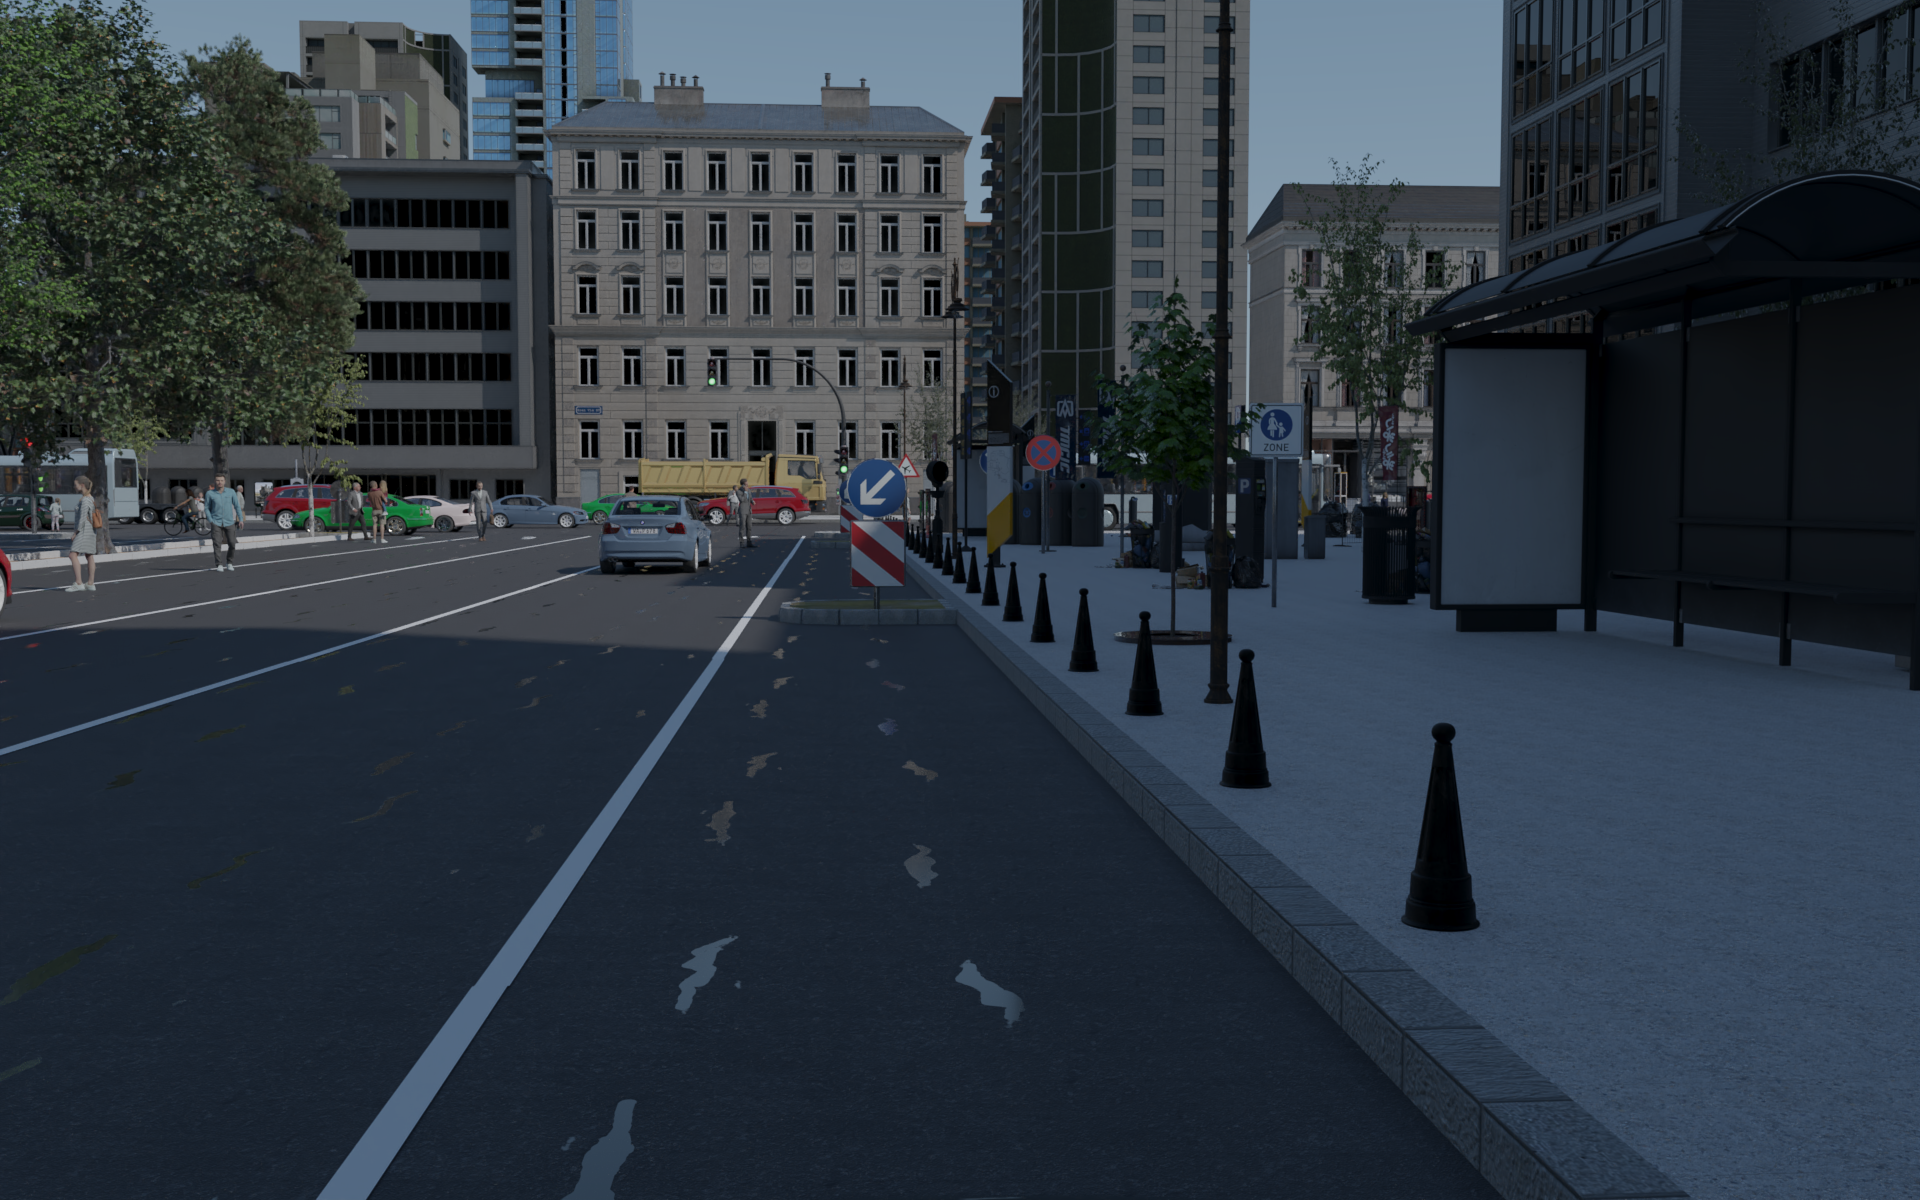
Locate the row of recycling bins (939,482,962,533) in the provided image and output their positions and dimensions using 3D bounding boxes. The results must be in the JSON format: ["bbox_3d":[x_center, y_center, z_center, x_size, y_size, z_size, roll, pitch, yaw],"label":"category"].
[{"bbox_3d":[1.030,-3.090,57.638,3.534,1.692,1.069,-1,4,-11],"label":"row of recycling bins"}]

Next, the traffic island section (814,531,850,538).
[{"bbox_3d":[-3.882,-2.198,58.211,2.009,0.180,2.903,0,4,-4],"label":"traffic island section"}]

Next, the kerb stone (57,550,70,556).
[{"bbox_3d":[-20.397,-1.047,39.306,0.120,0.150,1.000,0,4,-4],"label":"kerb stone"}]

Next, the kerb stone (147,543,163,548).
[{"bbox_3d":[-20.771,-1.355,44.433,0.120,0.150,1.000,0,4,-4],"label":"kerb stone"}]

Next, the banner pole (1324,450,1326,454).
[{"bbox_3d":[20.415,-6.596,97.861,0.863,3.779,0.401,-2,4,-31],"label":"banner pole"}]

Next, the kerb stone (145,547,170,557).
[{"bbox_3d":[-18.305,-1.055,39.450,0.120,0.150,1.000,0,4,-4],"label":"kerb stone"}]

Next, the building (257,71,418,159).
[{"bbox_3d":[-61.784,-29.771,170.346,14.154,41.232,14.086,0,4,-4],"label":"building"}]

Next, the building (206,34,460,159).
[{"bbox_3d":[-66.894,-34.497,187.727,21.600,48.544,21.300,0,4,-4],"label":"building"}]

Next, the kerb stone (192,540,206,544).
[{"bbox_3d":[-20.989,-1.548,47.508,0.120,0.150,1.000,0,4,-4],"label":"kerb stone"}]

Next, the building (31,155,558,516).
[{"bbox_3d":[-39.781,-17.632,107.357,30.058,24.678,14.314,0,4,-4],"label":"building"}]

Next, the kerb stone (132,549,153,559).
[{"bbox_3d":[-18.217,-0.992,38.427,0.120,0.150,1.000,0,4,-4],"label":"kerb stone"}]

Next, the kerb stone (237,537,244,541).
[{"bbox_3d":[-21.219,-1.735,50.578,0.120,0.150,1.000,0,4,-4],"label":"kerb stone"}]

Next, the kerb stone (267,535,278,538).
[{"bbox_3d":[-21.442,-1.921,53.660,0.120,0.150,1.000,0,4,-4],"label":"kerb stone"}]

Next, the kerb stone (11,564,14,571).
[{"bbox_3d":[-17.771,-0.616,32.267,0.120,0.150,1.000,0,4,-4],"label":"kerb stone"}]

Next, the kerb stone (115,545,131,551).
[{"bbox_3d":[-20.616,-1.235,42.384,0.120,0.150,1.000,0,4,-4],"label":"kerb stone"}]

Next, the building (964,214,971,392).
[{"bbox_3d":[-3.174,-37.820,272.982,28.867,44.769,22.147,0,4,-4],"label":"building"}]

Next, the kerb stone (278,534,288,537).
[{"bbox_3d":[-21.521,-1.987,54.689,0.120,0.150,1.000,0,4,-4],"label":"kerb stone"}]

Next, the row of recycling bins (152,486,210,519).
[{"bbox_3d":[-40.255,-5.081,90.184,1.069,1.692,3.534,2,4,35],"label":"row of recycling bins"}]

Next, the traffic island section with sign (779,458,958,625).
[{"bbox_3d":[-1.081,-0.693,19.955,1.989,1.847,2.006,0,4,-4],"label":"traffic island section with sign"}]

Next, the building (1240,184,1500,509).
[{"bbox_3d":[20.607,-15.815,109.487,40.483,20.767,10.553,0,4,-4],"label":"building"}]

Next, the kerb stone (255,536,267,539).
[{"bbox_3d":[-21.368,-1.859,52.632,0.120,0.150,1.000,0,4,-4],"label":"kerb stone"}]

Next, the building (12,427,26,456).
[{"bbox_3d":[-91.870,-20.726,183.905,28.899,21.520,27.650,0,4,-4],"label":"building"}]

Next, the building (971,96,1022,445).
[{"bbox_3d":[13.731,-32.751,190.101,22.147,44.769,28.867,0,4,-4],"label":"building"}]

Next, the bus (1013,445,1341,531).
[{"bbox_3d":[8.485,-4.402,66.834,13.247,3.499,2.948,0,4,-6],"label":"bus"}]

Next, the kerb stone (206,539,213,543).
[{"bbox_3d":[-21.070,-1.611,48.531,0.120,0.150,1.000,0,4,-4],"label":"kerb stone"}]

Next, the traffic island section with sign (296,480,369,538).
[{"bbox_3d":[-20.651,-3.002,57.227,2.006,1.907,1.989,0,4,-4],"label":"traffic island section with sign"}]

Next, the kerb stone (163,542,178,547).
[{"bbox_3d":[-20.841,-1.423,45.457,0.120,0.150,1.000,0,4,-4],"label":"kerb stone"}]

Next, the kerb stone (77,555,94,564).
[{"bbox_3d":[-17.995,-0.804,35.344,0.120,0.150,1.000,0,4,-4],"label":"kerb stone"}]

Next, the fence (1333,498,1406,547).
[{"bbox_3d":[10.235,-1.938,42.889,2.264,1.192,0.480,-2,4,-32],"label":"fence"}]

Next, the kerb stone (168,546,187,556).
[{"bbox_3d":[-18.378,-1.118,40.477,0.120,0.150,1.000,0,4,-4],"label":"kerb stone"}]

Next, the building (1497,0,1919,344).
[{"bbox_3d":[21.602,-12.918,30.283,14.314,24.678,30.058,0,4,-4],"label":"building"}]

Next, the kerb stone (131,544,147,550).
[{"bbox_3d":[-20.693,-1.298,43.410,0.120,0.150,1.000,0,4,-4],"label":"kerb stone"}]

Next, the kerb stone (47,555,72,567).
[{"bbox_3d":[-17.924,-0.740,34.321,0.120,0.150,1.000,0,4,-4],"label":"kerb stone"}]

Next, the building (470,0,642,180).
[{"bbox_3d":[-61.844,-58.368,266.987,31.000,86.520,22.319,0,4,-4],"label":"building"}]

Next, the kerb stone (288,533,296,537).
[{"bbox_3d":[-21.593,-2.050,55.719,0.120,0.150,1.000,0,4,-4],"label":"kerb stone"}]

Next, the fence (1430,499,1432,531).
[{"bbox_3d":[7.729,-1.010,27.713,0.480,1.192,2.264,0,4,5],"label":"fence"}]

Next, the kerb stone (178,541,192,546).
[{"bbox_3d":[-20.915,-1.479,46.481,0.120,0.150,1.000,0,4,-4],"label":"kerb stone"}]

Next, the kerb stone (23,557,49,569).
[{"bbox_3d":[-17.848,-0.678,33.297,0.120,0.150,1.000,0,4,-4],"label":"kerb stone"}]

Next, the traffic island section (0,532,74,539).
[{"bbox_3d":[-30.104,-2.081,56.302,2.009,0.180,2.903,0,4,-4],"label":"traffic island section"}]

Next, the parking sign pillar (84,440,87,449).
[{"bbox_3d":[-43.508,-6.062,87.582,1.447,3.967,1.447,3,4,38],"label":"parking sign pillar"}]

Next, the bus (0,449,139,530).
[{"bbox_3d":[-40.754,-4.623,70.452,13.247,3.499,2.948,0,4,-4],"label":"bus"}]

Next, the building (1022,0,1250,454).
[{"bbox_3d":[14.979,-44.427,164.627,20.563,71.187,20.611,0,4,-4],"label":"building"}]

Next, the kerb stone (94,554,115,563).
[{"bbox_3d":[-18.072,-0.867,36.373,0.120,0.150,1.000,0,4,-4],"label":"kerb stone"}]

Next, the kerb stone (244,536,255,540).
[{"bbox_3d":[-21.298,-1.799,51.602,0.120,0.150,1.000,0,4,-4],"label":"kerb stone"}]

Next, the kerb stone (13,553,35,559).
[{"bbox_3d":[-20.238,-0.921,37.253,0.120,0.150,1.000,0,4,-4],"label":"kerb stone"}]

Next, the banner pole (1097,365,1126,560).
[{"bbox_3d":[2.963,-2.660,33.510,0.863,3.779,0.401,-2,4,-34],"label":"banner pole"}]

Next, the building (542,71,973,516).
[{"bbox_3d":[-12.183,-19.008,108.049,25.104,27.353,12.463,0,4,-4],"label":"building"}]

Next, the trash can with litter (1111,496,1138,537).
[{"bbox_3d":[5.387,-2.515,52.170,1.678,1.210,2.233,1,4,17],"label":"trash can with litter"}]

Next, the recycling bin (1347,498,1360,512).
[{"bbox_3d":[22.856,-5.392,100.713,0.722,1.027,0.722,2,4,24],"label":"recycling bin"}]

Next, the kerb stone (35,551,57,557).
[{"bbox_3d":[-20.315,-0.980,38.283,0.120,0.150,1.000,0,4,-4],"label":"kerb stone"}]

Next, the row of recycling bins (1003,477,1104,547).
[{"bbox_3d":[2.194,-2.217,43.366,1.069,1.692,3.534,-3,5,-45],"label":"row of recycling bins"}]

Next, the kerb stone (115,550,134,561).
[{"bbox_3d":[-18.148,-0.927,37.397,0.120,0.150,1.000,0,4,-4],"label":"kerb stone"}]

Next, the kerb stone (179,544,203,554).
[{"bbox_3d":[-18.453,-1.181,41.501,0.120,0.150,1.000,0,4,-4],"label":"kerb stone"}]

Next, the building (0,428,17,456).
[{"bbox_3d":[-68.829,-14.635,106.736,16.811,18.784,16.820,0,4,-4],"label":"building"}]

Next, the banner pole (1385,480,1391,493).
[{"bbox_3d":[36.667,-9.598,146.937,0.863,3.779,0.401,-1,4,-17],"label":"banner pole"}]

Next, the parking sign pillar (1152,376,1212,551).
[{"bbox_3d":[5.067,-3.116,39.425,1.447,3.967,1.447,1,4,20],"label":"parking sign pillar"}]

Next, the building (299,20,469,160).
[{"bbox_3d":[-87.598,-50.616,265.817,20.611,71.187,20.563,0,4,-4],"label":"building"}]
